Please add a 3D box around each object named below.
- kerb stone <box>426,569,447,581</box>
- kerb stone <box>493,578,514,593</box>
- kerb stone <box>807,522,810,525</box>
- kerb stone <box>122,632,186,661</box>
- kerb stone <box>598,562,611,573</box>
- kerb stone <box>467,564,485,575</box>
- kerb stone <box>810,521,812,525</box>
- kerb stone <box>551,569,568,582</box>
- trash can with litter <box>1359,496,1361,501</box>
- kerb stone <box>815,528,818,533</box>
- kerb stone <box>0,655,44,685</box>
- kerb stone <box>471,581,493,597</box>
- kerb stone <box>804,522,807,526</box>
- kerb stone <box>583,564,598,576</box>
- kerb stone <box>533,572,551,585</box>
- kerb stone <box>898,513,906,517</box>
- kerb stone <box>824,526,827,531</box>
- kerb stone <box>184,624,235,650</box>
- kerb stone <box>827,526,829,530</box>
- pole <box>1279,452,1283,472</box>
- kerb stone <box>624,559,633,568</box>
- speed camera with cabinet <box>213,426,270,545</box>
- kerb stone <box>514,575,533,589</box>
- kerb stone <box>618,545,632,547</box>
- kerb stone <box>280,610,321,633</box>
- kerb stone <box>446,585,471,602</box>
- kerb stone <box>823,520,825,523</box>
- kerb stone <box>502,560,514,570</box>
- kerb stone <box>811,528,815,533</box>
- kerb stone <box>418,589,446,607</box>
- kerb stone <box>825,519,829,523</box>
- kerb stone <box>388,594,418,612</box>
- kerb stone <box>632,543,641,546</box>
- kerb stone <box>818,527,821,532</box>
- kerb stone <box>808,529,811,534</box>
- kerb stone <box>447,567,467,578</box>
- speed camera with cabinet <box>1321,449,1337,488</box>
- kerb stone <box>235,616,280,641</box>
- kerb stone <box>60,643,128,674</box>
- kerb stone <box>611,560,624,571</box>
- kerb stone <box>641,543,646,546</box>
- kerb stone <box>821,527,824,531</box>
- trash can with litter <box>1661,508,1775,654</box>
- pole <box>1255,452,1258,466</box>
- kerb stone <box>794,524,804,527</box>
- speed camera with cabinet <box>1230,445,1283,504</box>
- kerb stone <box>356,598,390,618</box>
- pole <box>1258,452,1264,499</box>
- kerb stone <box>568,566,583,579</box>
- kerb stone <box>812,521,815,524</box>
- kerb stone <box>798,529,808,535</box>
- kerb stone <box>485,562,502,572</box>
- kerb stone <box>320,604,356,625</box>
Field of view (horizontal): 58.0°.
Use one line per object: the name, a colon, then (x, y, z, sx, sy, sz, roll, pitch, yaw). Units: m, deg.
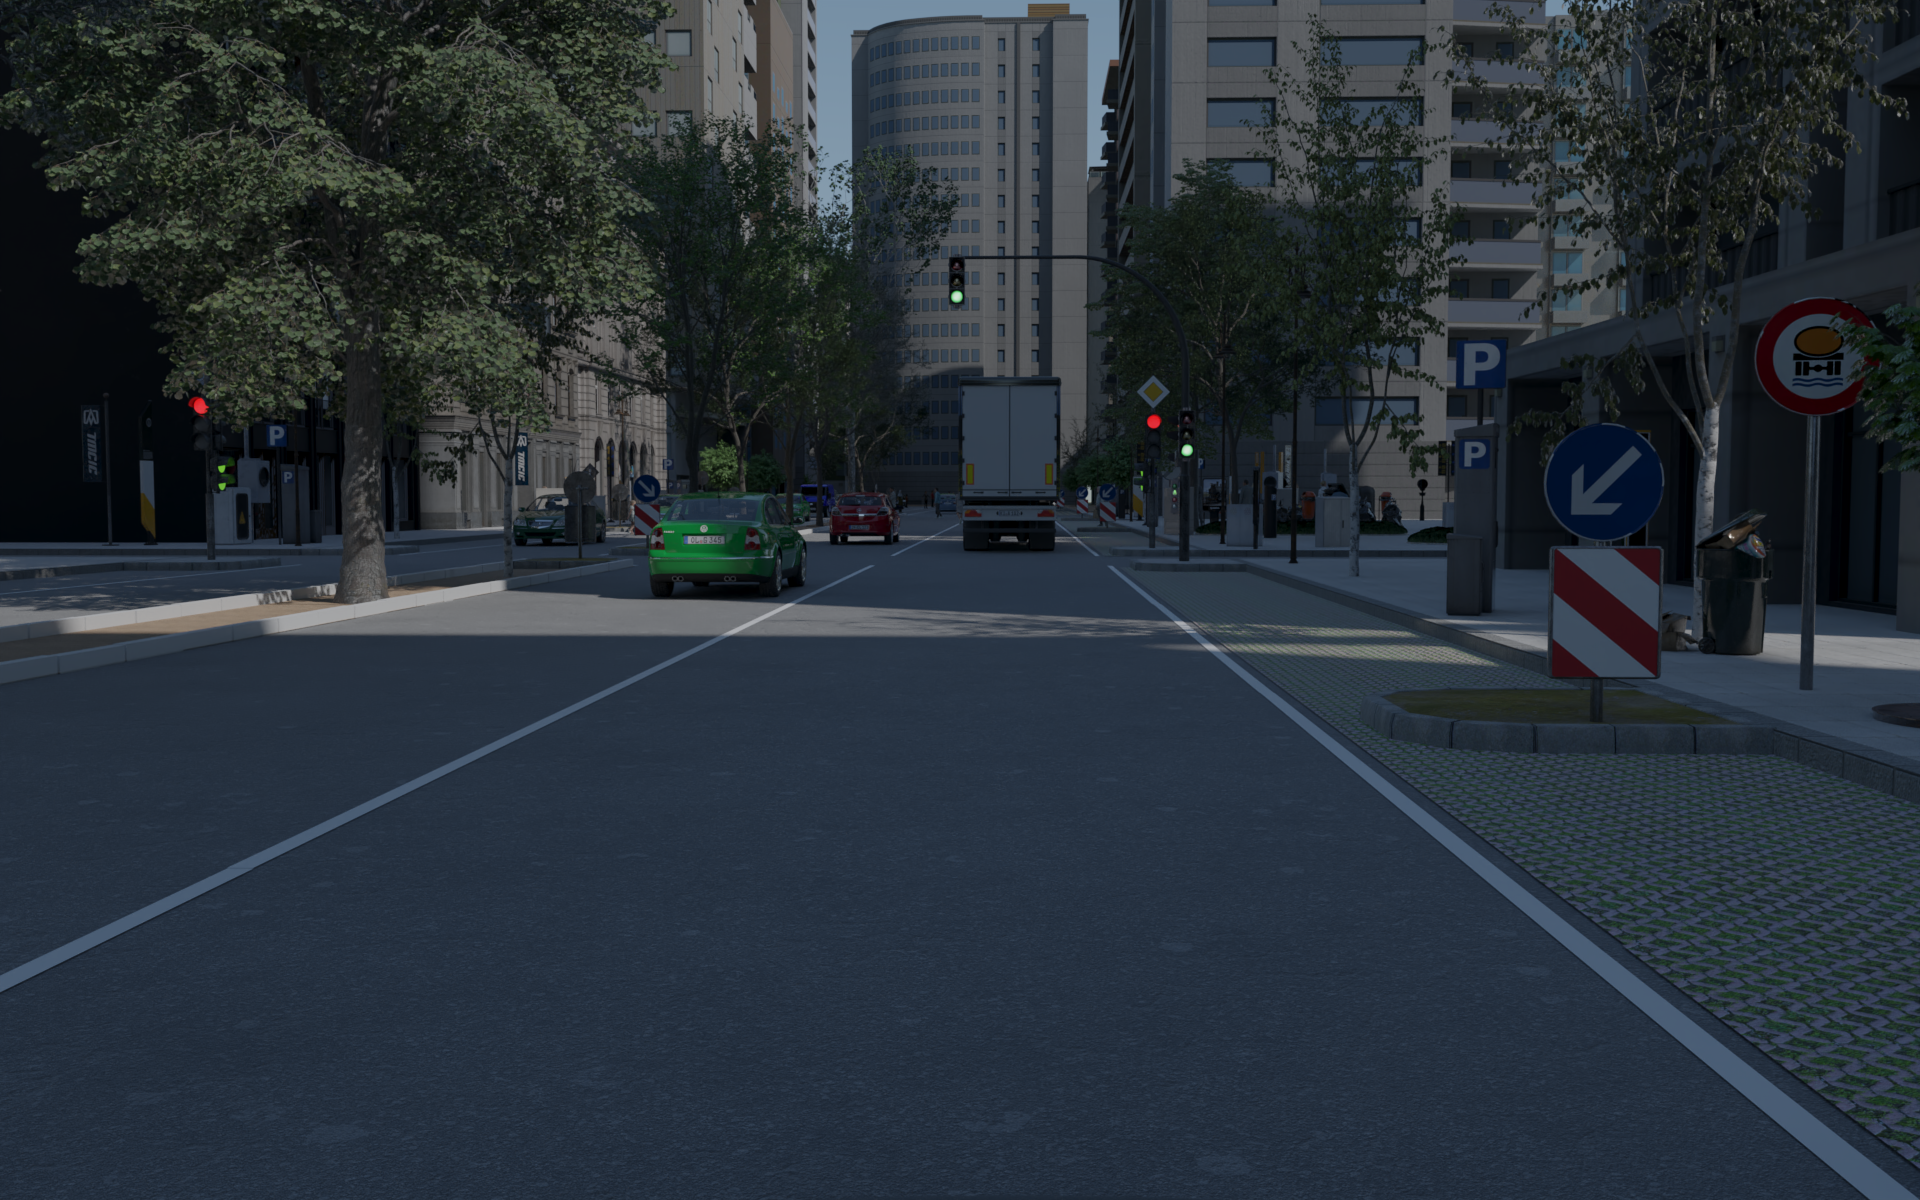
kerb stone: (-8.804, -0.406, 28.835, 0.120, 0.150, 1.000, 0, 4, 2)
kerb stone: (-6.816, -0.201, 25.529, 0.120, 0.150, 1.000, 0, 4, 2)
kerb stone: (-7.048, -3.445, 78.515, 0.120, 0.150, 1.000, 0, 4, 2)
kerb stone: (-7.171, 0.421, 15.316, 0.120, 0.150, 1.000, 0, 4, 2)
kerb stone: (-6.606, -0.575, 31.669, 0.120, 0.150, 1.000, 0, 4, 2)
kerb stone: (-8.732, -0.523, 30.878, 0.120, 0.150, 1.000, 0, 4, 2)
kerb stone: (-7.017, -3.507, 79.542, 0.120, 0.150, 1.000, 0, 4, 2)
kerb stone: (-6.706, -0.391, 28.593, 0.120, 0.150, 1.000, 0, 4, 2)
trash can with litter: (17.885, -4.050, 77.272, 1.678, 1.210, 2.233, 1, 4, 20)
kerb stone: (-5.457, -2.560, 64.056, 0.120, 0.150, 1.000, 0, 4, 2)
kerb stone: (-7.254, 0.546, 13.272, 0.120, 0.150, 1.000, 0, 4, 2)
kerb stone: (-6.860, -0.141, 24.508, 0.120, 0.150, 1.000, 0, 4, 2)
kerb stone: (-7.087, -3.382, 77.493, 0.120, 0.150, 1.000, 0, 4, 2)
kerb stone: (-6.633, -0.517, 30.641, 0.120, 0.150, 1.000, 0, 4, 2)
kerb stone: (-6.750, -0.323, 27.572, 0.120, 0.150, 1.000, 0, 4, 2)
kerb stone: (-3.769, -5.503, 112.186, 0.120, 0.150, 1.000, 0, 4, 2)
kerb stone: (-5.351, -2.748, 67.122, 0.120, 0.150, 1.000, 0, 4, 2)
kerb stone: (-7.150, 0.359, 16.337, 0.120, 0.150, 1.000, 0, 4, 2)
kerb stone: (-5.311, -2.811, 68.148, 0.120, 0.150, 1.000, 0, 4, 2)
pole: (15.557, -5.517, 84.054, 0.158, 3.312, 0.155, 0, 3, 0)
kerb stone: (-6.533, -0.703, 33.723, 0.120, 0.150, 1.000, 0, 4, 2)
speed camera with cabinet: (-18.445, -3.066, 44.459, 0.660, 3.252, 2.038, 0, 4, 4)
kerb stone: (-6.790, -0.266, 26.551, 0.120, 0.150, 1.000, 0, 4, 2)
kerb stone: (-8.317, -1.248, 42.622, 0.120, 0.150, 1.000, 0, 4, 2)
kerb stone: (-7.071, 0.234, 18.380, 0.120, 0.150, 1.000, 0, 4, 2)
kerb stone: (-6.890, -0.078, 23.487, 0.120, 0.150, 1.000, 0, 4, 2)
kerb stone: (-6.832, -3.820, 84.659, 0.120, 0.150, 1.000, 0, 4, 2)
kerb stone: (-8.655, -0.653, 32.926, 0.120, 0.150, 1.000, 0, 4, 2)
kerb stone: (-5.497, -2.497, 63.026, 0.120, 0.150, 1.000, 0, 4, 2)
kerb stone: (-6.931, -0.017, 22.466, 0.120, 0.150, 1.000, 0, 4, 2)
kerb stone: (-6.740, -4.008, 87.725, 0.120, 0.150, 1.000, 0, 4, 2)
kerb stone: (-6.972, 0.046, 21.444, 0.120, 0.150, 1.000, 0, 4, 2)
kerb stone: (-8.282, -1.311, 43.648, 0.120, 0.150, 1.000, 0, 4, 2)
kerb stone: (-5.417, -2.623, 65.078, 0.120, 0.150, 1.000, 0, 4, 2)
kerb stone: (-5.534, -2.435, 62.004, 0.120, 0.150, 1.000, 0, 4, 2)
kerb stone: (-8.761, -0.468, 29.856, 0.120, 0.150, 1.000, 0, 4, 2)
speed camera with cabinet: (16.108, -4.928, 74.910, 0.660, 3.252, 2.038, 0, 4, 0)
kerb stone: (-7.112, 0.296, 17.359, 0.120, 0.150, 1.000, 0, 4, 2)
kerb stone: (-7.210, 0.490, 14.295, 0.120, 0.150, 1.000, 0, 4, 2)
kerb stone: (-6.559, -0.639, 32.690, 0.120, 0.150, 1.000, 0, 4, 2)
kerb stone: (-8.246, -1.375, 44.669, 0.120, 0.150, 1.000, 0, 4, 2)
kerb stone: (-5.395, -2.681, 66.100, 0.120, 0.150, 1.000, 0, 4, 2)
trash can with litter: (5.999, -0.161, 14.016, 1.055, 1.170, 0.624, 3, 4, 37)
pole: (14.508, -5.556, 84.690, 0.158, 3.312, 0.155, 0, 3, 0)
kerb stone: (-7.124, -3.319, 76.461, 0.120, 0.150, 1.000, 0, 4, 2)
speed camera with cabinet: (11.931, -4.610, 69.716, 2.038, 3.252, 0.660, 2, 4, 31)
kerb stone: (-6.996, 0.114, 20.423, 0.120, 0.150, 1.000, 0, 4, 2)
pole: (14.527, -5.471, 83.297, 0.158, 3.312, 0.155, 0, 3, 0)
kerb stone: (-6.676, -0.454, 29.615, 0.120, 0.150, 1.000, 0, 4, 2)
kerb stone: (-6.979, -3.565, 80.566, 0.120, 0.150, 1.000, 0, 4, 2)
kerb stone: (-5.566, -2.371, 60.978, 0.120, 0.150, 1.000, 0, 4, 2)
kerb stone: (-8.693, -0.592, 31.899, 0.120, 0.150, 1.000, 0, 4, 2)
kerb stone: (-7.043, 0.171, 19.402, 0.120, 0.150, 1.000, 0, 4, 2)
